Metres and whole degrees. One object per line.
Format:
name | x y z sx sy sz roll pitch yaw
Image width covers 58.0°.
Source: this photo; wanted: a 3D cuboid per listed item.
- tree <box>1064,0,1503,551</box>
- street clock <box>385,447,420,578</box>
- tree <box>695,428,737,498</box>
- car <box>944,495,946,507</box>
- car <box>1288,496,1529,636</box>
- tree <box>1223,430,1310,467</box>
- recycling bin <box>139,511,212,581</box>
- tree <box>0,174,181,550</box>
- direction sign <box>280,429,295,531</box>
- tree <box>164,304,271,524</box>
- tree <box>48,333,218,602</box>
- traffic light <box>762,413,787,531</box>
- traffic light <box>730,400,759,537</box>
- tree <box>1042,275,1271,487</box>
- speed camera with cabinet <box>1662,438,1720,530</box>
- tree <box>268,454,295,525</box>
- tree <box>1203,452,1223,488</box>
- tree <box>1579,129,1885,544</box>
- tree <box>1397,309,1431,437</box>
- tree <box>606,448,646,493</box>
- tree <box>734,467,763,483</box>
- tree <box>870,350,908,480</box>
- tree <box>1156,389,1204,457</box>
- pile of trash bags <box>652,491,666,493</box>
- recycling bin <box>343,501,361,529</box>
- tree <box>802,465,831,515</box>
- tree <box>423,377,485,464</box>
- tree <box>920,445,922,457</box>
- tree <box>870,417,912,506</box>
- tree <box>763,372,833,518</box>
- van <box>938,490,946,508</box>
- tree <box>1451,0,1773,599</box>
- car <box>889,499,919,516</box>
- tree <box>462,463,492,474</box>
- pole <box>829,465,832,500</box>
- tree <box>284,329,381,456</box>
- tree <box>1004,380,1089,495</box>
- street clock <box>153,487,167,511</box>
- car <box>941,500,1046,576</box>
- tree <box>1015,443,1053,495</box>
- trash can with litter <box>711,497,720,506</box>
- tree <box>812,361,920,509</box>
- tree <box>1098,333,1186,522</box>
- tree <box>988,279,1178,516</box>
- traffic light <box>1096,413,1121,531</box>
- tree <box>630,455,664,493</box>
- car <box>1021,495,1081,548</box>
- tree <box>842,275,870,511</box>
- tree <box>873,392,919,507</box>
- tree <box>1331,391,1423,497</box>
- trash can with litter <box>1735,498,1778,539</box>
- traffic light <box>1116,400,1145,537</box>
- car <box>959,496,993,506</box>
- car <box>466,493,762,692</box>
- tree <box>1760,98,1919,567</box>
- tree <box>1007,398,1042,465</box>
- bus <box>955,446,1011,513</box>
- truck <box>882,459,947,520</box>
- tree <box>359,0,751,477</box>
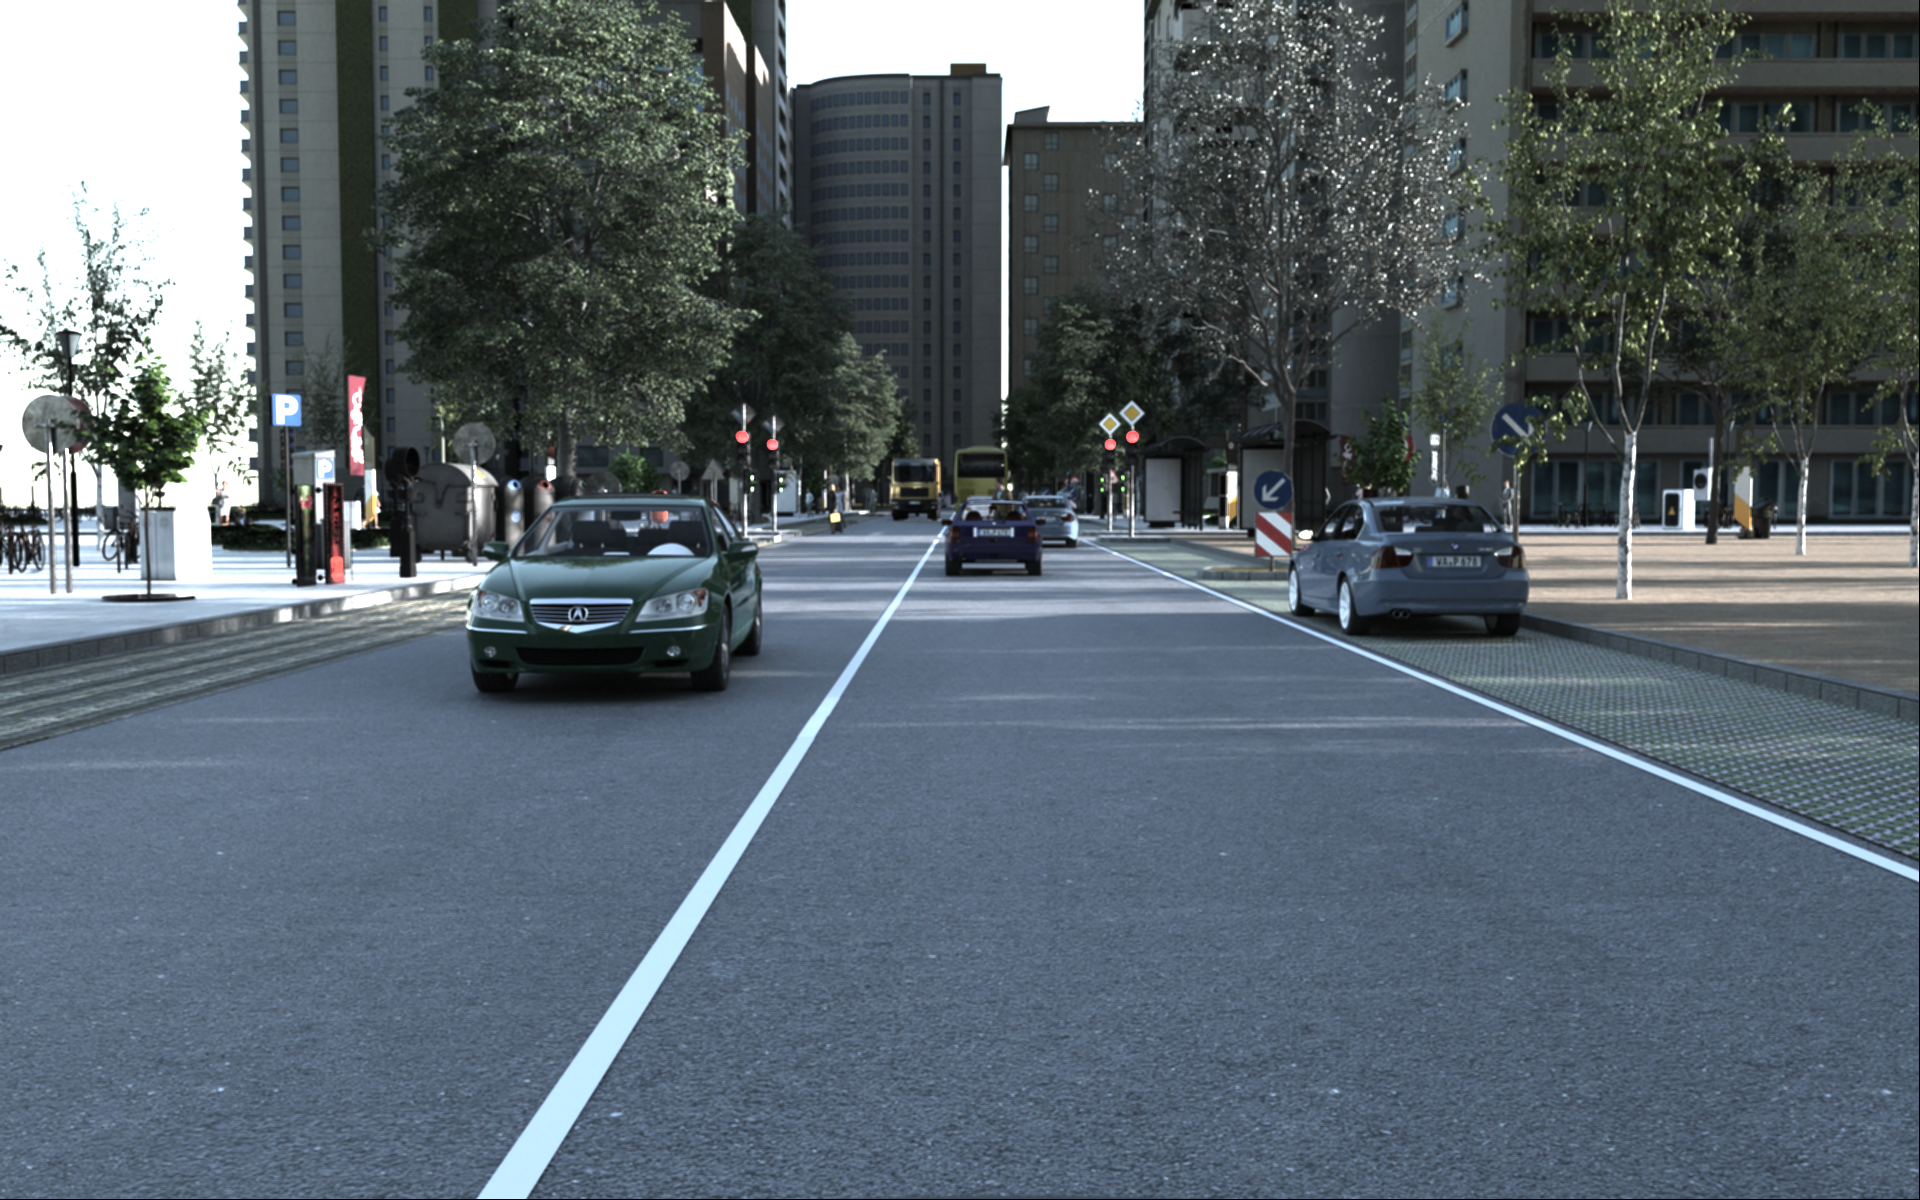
tree | 7.448 -7.884 39.270 12.009 13.543 11.850 0 3 0
street clock | -8.478 -1.344 26.549 0.358 2.002 0.471 1 4 11
tree | -18.180 -10.816 127.204 4.360 8.622 3.978 0 3 0
car | -2.347 -10.832 189.467 2.083 1.381 4.827 0 4 0
car | 4.749 -0.412 18.747 2.014 1.417 4.499 0 4 0
tree | 15.816 -6.183 84.804 4.285 4.588 4.351 0 3 0
recycling bin | -11.767 -0.821 25.974 0.722 1.027 0.722 1 4 21
tree | -19.880 -5.444 39.380 4.360 8.622 3.978 0 3 0
direction sign | -23.375 -4.177 60.291 0.876 3.537 0.379 3 4 38
tree | -28.773 -7.129 66.924 4.737 8.622 4.395 0 3 0
tree | -9.721 -1.607 20.883 1.663 3.219 1.824 0 3 0
traffic light | -6.420 -4.336 59.819 0.839 4.253 0.868 0 4 0
traffic light | -6.454 -3.848 51.834 0.839 4.253 0.868 0 4 0
tree | 8.600 -8.353 70.978 8.767 10.594 7.601 1 4 16
speed camera with cabinet | 25.994 -4.115 61.614 0.660 3.252 2.038 -2 4 -24
tree | -27.565 -4.686 71.216 1.663 3.219 1.824 0 3 0
tree | 19.679 -8.907 129.337 4.285 4.588 4.351 0 3 0
tree | 19.597 -6.704 44.023 7.601 10.594 8.767 0 4 3
tree | 19.135 -7.189 67.897 4.737 8.622 4.395 0 3 0
tree | -23.502 -8.496 122.626 4.285 4.588 4.351 0 3 0
tree | -12.934 -6.701 104.156 1.663 3.219 1.824 0 3 0
tree | -8.648 -13.738 131.274 9.857 13.997 8.962 0 3 0
tree | 13.868 -9.988 113.660 4.360 8.622 3.978 0 3 0
pile of trash bags | -10.094 -2.457 49.918 3.447 1.369 1.912 -1 4 -13
recycling bin | -21.364 -2.934 60.517 0.722 1.027 0.722 -1 4 -13
tree | -8.840 -6.970 108.565 1.663 3.219 1.824 0 3 0
tree | -28.185 -8.977 97.129 4.737 8.622 4.395 0 3 0
tree | -8.480 -17.687 206.193 9.611 12.733 9.660 0 3 0
tree | -8.615 -15.216 183.199 7.601 10.594 8.767 -1 4 -14
tree | -8.790 -8.661 91.970 4.360 8.622 3.978 0 3 0
van | -2.431 -10.423 177.426 2.013 2.044 4.112 0 4 1
tree | 8.153 -4.331 21.179 4.737 8.622 4.395 0 3 0
car | -3.538 -6.317 112.318 2.155 1.783 4.494 0 4 -1
tree | -20.419 -4.776 72.694 1.663 3.219 1.824 0 3 0
pole | -9.109 -7.819 121.680 0.158 3.312 0.155 0 3 0
tree | -28.511 -7.810 78.060 4.360 8.622 3.978 0 3 0
tree | 7.965 -13.659 149.073 9.928 11.665 9.643 0 3 0
street clock | -22.531 -2.704 48.781 0.471 2.002 0.358 -1 4 -8
car | 0.618 -1.175 31.798 1.945 1.354 3.894 0 4 1
tree | 7.762 -13.710 174.520 4.737 8.622 4.395 0 3 0
trash can with litter | -10.701 -3.768 72.998 1.055 1.170 0.624 -2 4 -31
tree | -9.383 -14.229 149.647 9.611 12.733 9.660 0 3 0
tree | 8.132 -7.818 78.187 4.737 8.622 4.395 0 3 0
tree | 8.128 -11.915 101.473 9.857 13.997 8.962 0 3 0
traffic light | 5.142 -4.334 59.786 0.839 4.253 0.868 0 4 0
tree | -15.534 -5.590 86.000 1.663 3.219 1.824 0 3 0
car | 2.305 -2.161 47.336 2.014 1.417 4.499 0 4 2
tree | -8.909 -10.223 73.799 9.857 13.997 8.962 0 3 0
tree | -8.153 -14.879 169.027 9.928 11.665 9.643 0 3 0
tree | 7.852 -2.258 31.519 1.663 3.219 1.824 0 3 0
trash can with litter | 22.814 -2.337 49.605 1.055 1.170 0.624 -1 4 -20
traffic light | 5.108 -3.846 51.801 0.839 4.253 0.868 0 4 0
car | 1.003 -4.036 78.354 2.083 1.381 4.827 0 4 0
car | -2.654 -0.140 14.086 2.131 1.459 4.920 0 4 -2
tree | 17.067 -4.897 30.424 4.737 8.622 4.395 0 3 0
tree | 7.463 -11.355 120.074 8.767 10.594 7.601 0 4 1
bus | 1.153 -5.892 87.887 2.896 3.916 12.252 0 4 1
truck | -2.428 -6.160 96.639 3.469 3.379 9.791 0 4 0
tree | -9.519 -8.263 41.757 9.857 13.997 8.962 0 3 0
